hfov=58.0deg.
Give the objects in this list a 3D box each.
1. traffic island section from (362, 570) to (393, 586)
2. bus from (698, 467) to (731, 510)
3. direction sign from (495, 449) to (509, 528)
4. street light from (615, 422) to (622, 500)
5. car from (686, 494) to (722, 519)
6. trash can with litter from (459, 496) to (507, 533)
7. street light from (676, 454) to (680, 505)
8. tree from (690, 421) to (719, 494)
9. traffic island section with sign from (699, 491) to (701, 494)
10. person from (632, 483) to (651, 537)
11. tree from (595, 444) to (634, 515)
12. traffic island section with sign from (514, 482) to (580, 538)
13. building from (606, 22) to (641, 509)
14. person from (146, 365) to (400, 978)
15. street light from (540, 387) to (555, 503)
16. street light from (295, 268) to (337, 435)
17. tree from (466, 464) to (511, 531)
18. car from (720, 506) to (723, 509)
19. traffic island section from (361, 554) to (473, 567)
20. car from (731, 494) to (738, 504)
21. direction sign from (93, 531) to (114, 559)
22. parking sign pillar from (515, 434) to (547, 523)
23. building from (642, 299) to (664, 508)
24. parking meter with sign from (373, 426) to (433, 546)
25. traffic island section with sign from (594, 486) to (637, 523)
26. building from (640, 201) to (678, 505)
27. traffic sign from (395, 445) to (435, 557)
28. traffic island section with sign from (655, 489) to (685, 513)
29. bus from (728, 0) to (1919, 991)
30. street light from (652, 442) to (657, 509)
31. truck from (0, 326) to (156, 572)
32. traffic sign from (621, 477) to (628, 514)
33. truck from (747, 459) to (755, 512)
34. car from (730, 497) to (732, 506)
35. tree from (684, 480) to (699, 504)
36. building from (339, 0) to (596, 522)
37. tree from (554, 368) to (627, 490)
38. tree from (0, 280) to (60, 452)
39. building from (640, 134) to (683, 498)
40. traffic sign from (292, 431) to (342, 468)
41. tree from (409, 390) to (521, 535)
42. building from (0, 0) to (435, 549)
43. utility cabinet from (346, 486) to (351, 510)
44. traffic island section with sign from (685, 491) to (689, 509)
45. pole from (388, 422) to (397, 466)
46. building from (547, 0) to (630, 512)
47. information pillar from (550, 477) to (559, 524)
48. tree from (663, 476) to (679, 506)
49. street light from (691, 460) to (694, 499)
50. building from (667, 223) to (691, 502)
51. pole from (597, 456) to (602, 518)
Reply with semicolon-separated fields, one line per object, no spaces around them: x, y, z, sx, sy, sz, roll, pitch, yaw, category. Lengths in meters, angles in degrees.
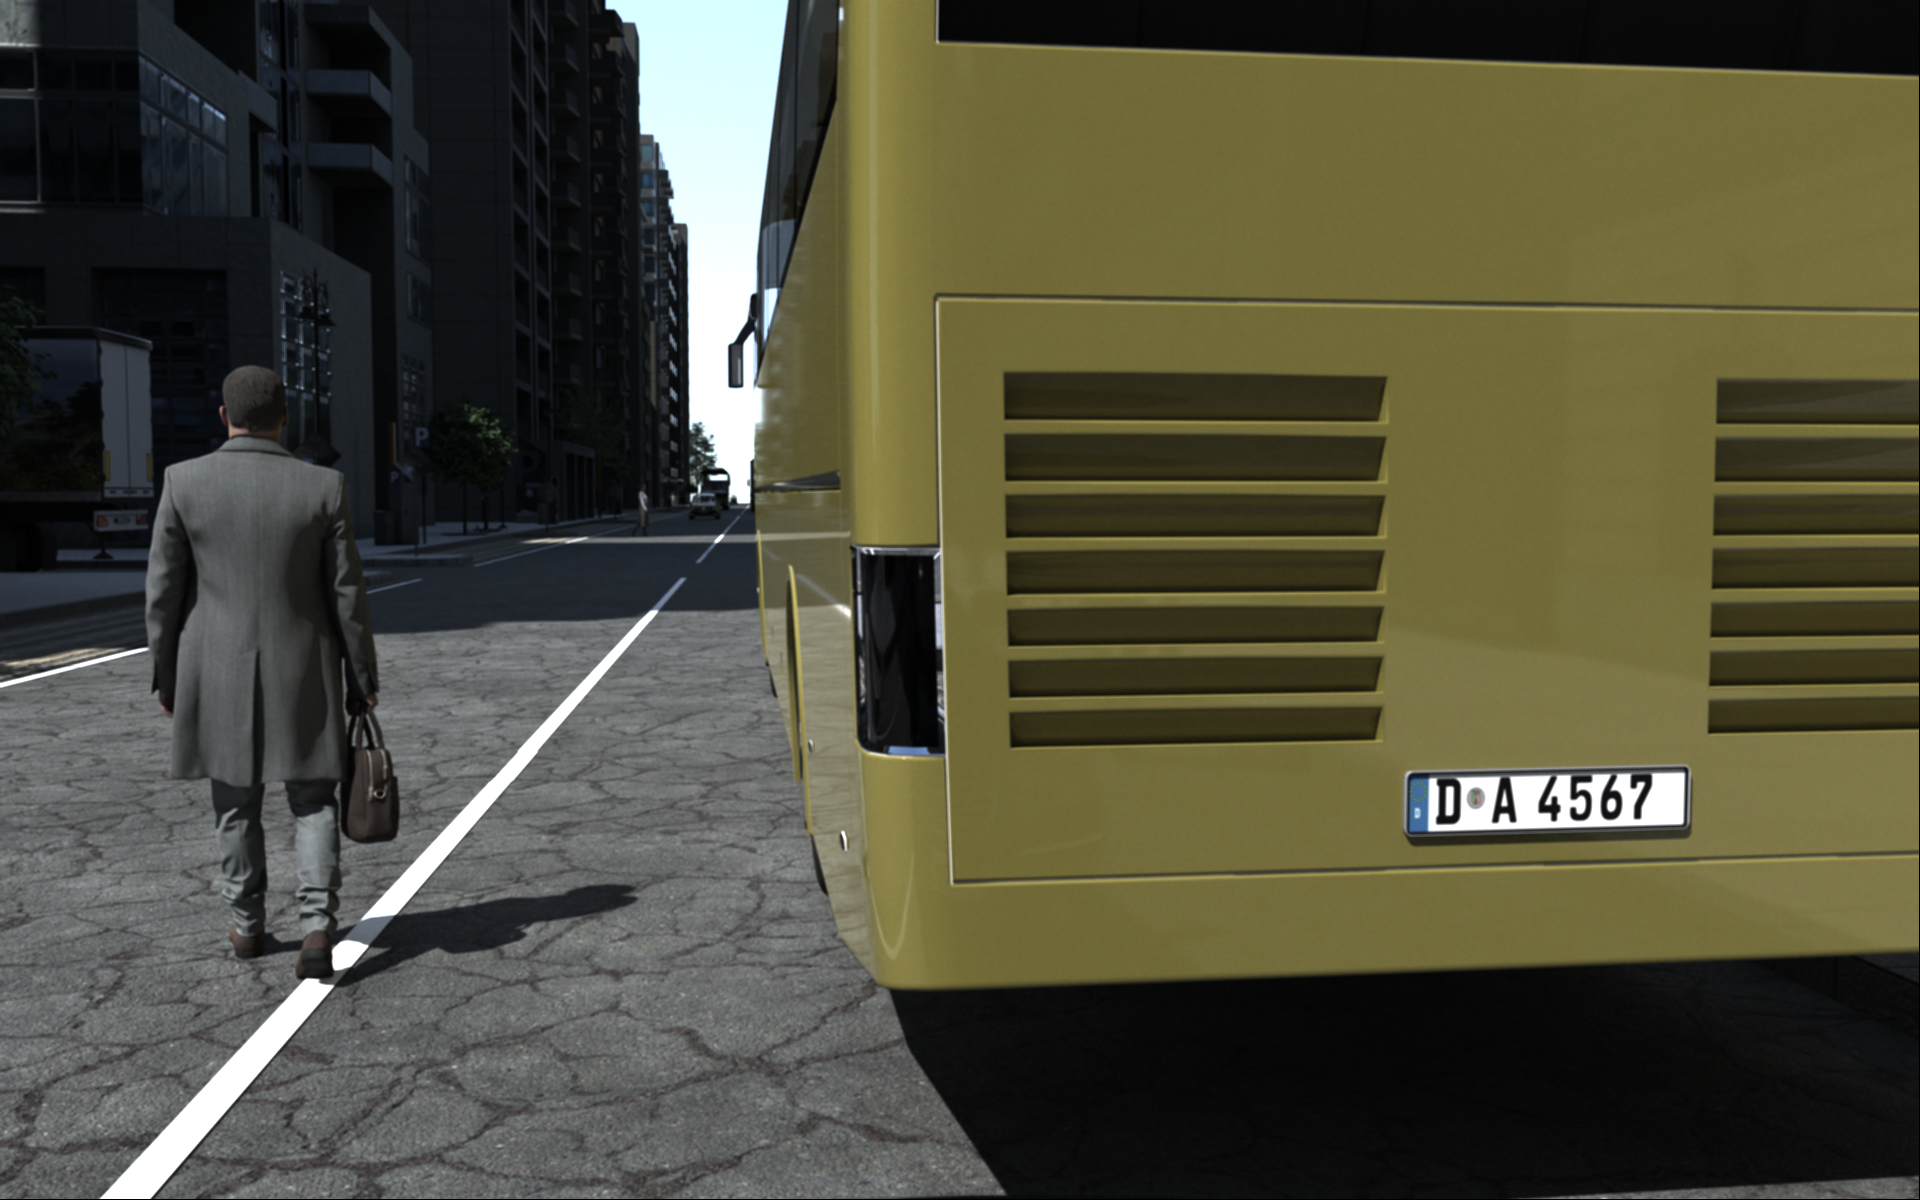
-10.234;-0.321;27.537;2.009;0.180;2.903;0;4;-7;traffic island section
-22.619;-10.332;160.473;2.896;3.916;12.252;0;4;-7;bus
-17.135;-4.455;64.833;0.379;3.537;0.876;1;4;17;direction sign
-22.026;-8.485;111.523;0.468;5.910;1.993;0;4;-7;street light
-14.614;-5.439;99.154;2.015;1.641;3.980;0;4;-6;car
-16.084;-2.882;58.174;1.678;1.210;2.233;-1;4;-9;trash can with litter
-31.632;-13.551;194.346;0.468;5.910;1.993;0;4;-7;street light
-40.910;-21.411;268.203;7.486;12.596;7.792;0;3;0;tree
-35.236;-14.350;243.250;1.989;1.847;2.006;0;4;-7;traffic island section with sign
-10.647;-2.999;57.756;0.641;1.798;0.478;0;4;7;person
-21.797;-7.528;106.789;4.285;4.588;4.351;0;3;0;tree
-13.746;-3.002;57.714;1.989;1.847;2.006;0;4;-7;traffic island section with sign
-34.201;-28.221;145.013;14.154;41.232;14.086;0;4;-7;building
-2.074;0.205;5.244;0.694;1.812;0.767;-1;4;-19;person
-17.780;-6.243;74.865;0.468;5.910;1.993;0;4;-7;street light
-13.172;-3.839;35.551;0.468;5.910;1.993;0;4;-7;street light
-16.469;-4.041;60.677;1.663;3.219;1.824;0;3;0;tree
-24.190;-9.752;172.020;1.945;1.354;3.894;0;4;-5;car
-11.152;-0.807;35.469;2.009;0.180;2.903;0;4;-7;traffic island section
-31.975;-14.173;241.951;2.015;1.641;3.980;0;4;-6;car
-16.934;-2.577;34.131;0.876;3.537;0.379;-3;4;-38;direction sign
-19.081;-5.420;77.085;1.447;3.967;1.447;1;4;10;parking sign pillar
-43.322;-19.652;166.342;27.650;21.520;28.899;0;4;-7;building
-14.084;-2.904;43.738;0.543;3.016;1.738;1;4;21;parking meter with sign
-16.891;-4.671;84.999;1.989;1.847;2.006;0;4;-7;traffic island section with sign
-49.814;-31.279;203.296;32.217;40.220;23.993;0;4;-7;building
-11.130;-1.943;35.410;0.795;2.450;0.064;0;4;-7;traffic sign
-22.636;-7.699;134.503;1.989;1.847;2.006;0;4;-7;traffic island section with sign
0.250;-1.076;9.147;2.896;3.916;12.252;0;4;-8;bus
-26.528;-10.849;150.168;0.468;5.910;1.993;0;4;-7;street light
-20.079;-2.496;29.726;11.283;4.237;2.839;0;4;-5;truck
-21.507;-6.727;110.092;0.768;2.556;0.104;0;4;-1;traffic sign
-15.988;-9.404;142.667;2.839;4.237;11.283;-1;4;-8;truck
-28.529;-12.267;209.363;1.959;1.807;4.718;0;4;-8;car
-35.463;-14.183;226.485;1.663;3.219;1.824;0;3;0;tree
-29.474;-39.649;86.509;20.563;71.187;20.611;0;4;-7;building
-21.763;-9.297;102.366;4.737;8.622;4.395;0;3;0;tree
-11.546;-2.126;18.480;4.285;4.588;4.351;0;3;0;tree
-49.426;-37.364;230.504;23.786;49.044;30.456;0;4;-7;building
-10.211;-1.458;27.478;0.795;2.450;0.064;0;4;-7;traffic sign
-15.522;-4.320;54.342;4.285;4.588;4.351;0;3;0;tree
-28.891;-45.228;52.142;22.319;86.520;31.000;0;4;-7;building
-14.513;-1.919;40.051;0.318;1.500;1.173;1;4;10;utility cabinet
-25.732;-9.337;161.281;1.989;1.847;2.006;0;4;-7;traffic island section with sign
-16.139;-3.392;49.306;0.158;3.312;0.155;0;3;0;pole
-35.509;-28.658;123.175;22.147;44.769;28.867;0;4;-7;building
-17.208;-4.221;73.507;0.304;2.012;0.304;-1;4;-17;information pillar
-31.437;-11.774;187.107;1.663;3.219;1.824;0;3;0;tree
-35.990;-15.916;233.007;0.468;5.910;1.993;0;4;-7;street light
-46.957;-34.851;253.405;14.154;41.232;14.086;0;4;-7;building
-19.276;-6.040;92.602;0.158;3.312;0.155;0;3;0;pole
